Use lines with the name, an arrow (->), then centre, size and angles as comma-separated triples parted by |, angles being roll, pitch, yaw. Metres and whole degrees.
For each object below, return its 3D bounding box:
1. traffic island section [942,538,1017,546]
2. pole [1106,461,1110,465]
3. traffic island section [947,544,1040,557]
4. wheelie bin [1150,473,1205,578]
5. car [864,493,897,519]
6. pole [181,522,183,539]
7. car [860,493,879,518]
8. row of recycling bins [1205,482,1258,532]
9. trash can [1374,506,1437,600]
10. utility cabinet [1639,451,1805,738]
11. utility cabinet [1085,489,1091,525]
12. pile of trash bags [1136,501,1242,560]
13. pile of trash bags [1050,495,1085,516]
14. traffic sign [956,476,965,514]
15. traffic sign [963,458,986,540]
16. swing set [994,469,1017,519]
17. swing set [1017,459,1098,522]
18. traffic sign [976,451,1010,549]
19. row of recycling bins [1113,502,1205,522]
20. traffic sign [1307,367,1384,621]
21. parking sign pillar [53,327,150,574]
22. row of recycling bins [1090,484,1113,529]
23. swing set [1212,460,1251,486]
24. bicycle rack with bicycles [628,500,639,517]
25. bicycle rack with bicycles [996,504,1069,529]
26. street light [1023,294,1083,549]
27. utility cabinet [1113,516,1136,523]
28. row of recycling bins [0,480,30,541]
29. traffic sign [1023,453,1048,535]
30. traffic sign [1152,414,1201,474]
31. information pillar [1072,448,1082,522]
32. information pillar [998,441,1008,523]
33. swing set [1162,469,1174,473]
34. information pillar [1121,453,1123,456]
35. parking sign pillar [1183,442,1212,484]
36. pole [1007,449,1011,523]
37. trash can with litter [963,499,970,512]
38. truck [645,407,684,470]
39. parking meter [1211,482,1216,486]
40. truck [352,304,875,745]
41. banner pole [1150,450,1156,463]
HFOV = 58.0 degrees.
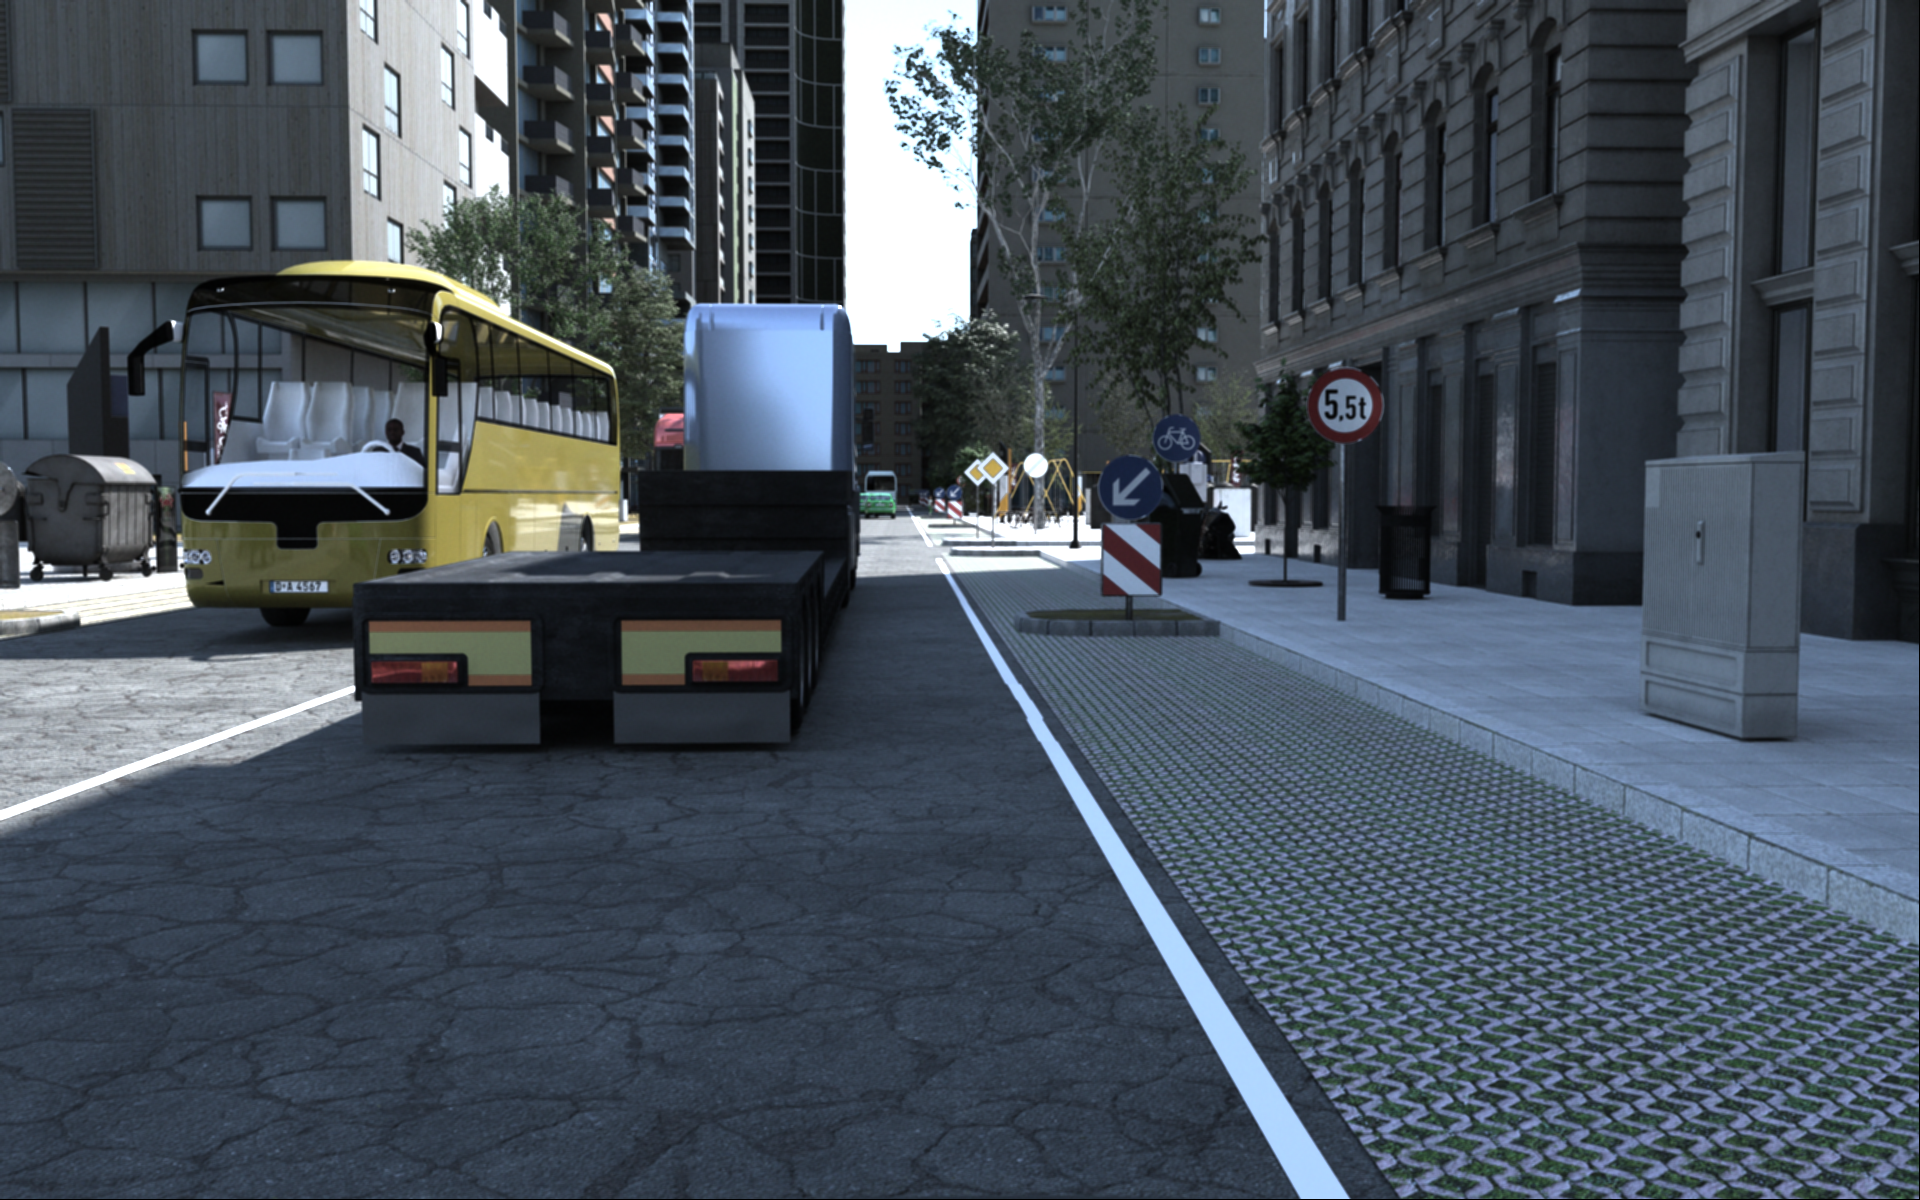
traffic island section -> 0.517, -1.621, 48.780 | 2.009, 0.180, 2.903 | 0, 4, -2
pole -> 9.032, -6.852, 105.873 | 0.158, 3.312, 0.155 | 0, 3, 0
traffic island section -> 0.797, -1.133, 40.800 | 2.009, 0.180, 2.903 | 0, 4, -2
wheelie bin -> 3.292, -1.149, 26.700 | 0.693, 1.594, 0.980 | 3, 5, 44
car -> -4.674, -5.670, 101.494 | 1.959, 1.807, 4.718 | 0, 4, -3
pole -> -21.833, -3.358, 48.740 | 0.158, 3.312, 0.155 | 0, 3, 0
car -> -5.882, -5.987, 106.678 | 1.959, 1.807, 4.718 | 0, 4, -3
row of recycling bins -> 10.351, -3.188, 59.243 | 3.534, 1.692, 1.069 | -1, 4, -10
trash can -> 5.460, -0.587, 21.245 | 0.748, 1.137, 0.748 | 0, 3, 0
utility cabinet -> 4.136, -0.050, 9.491 | 0.318, 1.500, 1.173 | 0, 4, -4
utility cabinet -> 5.406, -3.862, 71.828 | 0.318, 1.500, 1.173 | 1, 4, 10
pile of trash bags -> 4.476, -1.556, 35.196 | 1.912, 1.369, 3.447 | 0, 4, -5
pile of trash bags -> 6.485, -5.649, 102.105 | 1.912, 1.369, 3.447 | 1, 4, 17
traffic sign -> 0.158, -6.767, 110.743 | 0.768, 2.556, 0.104 | 0, 4, 7
traffic sign -> 0.494, -2.756, 48.702 | 0.795, 2.450, 0.064 | 0, 4, -2
swing set -> 3.158, -5.265, 83.704 | 2.862, 2.851, 3.119 | 0, 4, -6
swing set -> 4.368, -4.911, 77.923 | 2.862, 2.851, 3.119 | 0, 4, -8
traffic sign -> 0.774, -2.268, 40.721 | 0.795, 2.450, 0.064 | 0, 4, -2
row of recycling bins -> 7.428, -3.354, 61.944 | 3.534, 1.692, 1.069 | 0, 4, -7
traffic sign -> 3.870, -1.063, 17.488 | 0.768, 2.556, 0.104 | 0, 4, 3
parking sign pillar -> -14.179, -2.449, 28.512 | 1.447, 3.967, 1.447 | 3, 5, 40
row of recycling bins -> 5.984, -3.525, 64.742 | 1.069, 1.692, 3.534 | 3, 4, 37
swing set -> 12.466, -5.066, 80.443 | 3.119, 2.851, 2.862 | 1, 4, 21
bicycle rack with bicycles -> -17.252, -5.140, 97.422 | 2.925, 0.926, 2.852 | 3, 5, 44
bicycle rack with bicycles -> 2.722, -3.133, 64.612 | 2.925, 0.926, 2.852 | -1, 4, -22
street light -> 2.171, -4.154, 40.464 | 1.470, 5.913, 1.316 | 0, 4, -2
utility cabinet -> 3.124, -1.487, 32.987 | 0.318, 1.500, 1.173 | 1, 4, 12
row of recycling bins -> -24.610, -2.465, 47.422 | 3.534, 1.692, 1.069 | 0, 4, -3
traffic sign -> 2.360, -3.298, 54.029 | 0.768, 2.556, 0.104 | 0, 4, 2
traffic sign -> 3.459, -1.690, 27.736 | 0.768, 2.556, 0.104 | 0, 4, 8
information pillar -> 5.479, -5.470, 80.791 | 0.504, 3.616, 0.183 | -3, 5, -39
information pillar -> 1.911, -5.180, 76.044 | 0.183, 3.616, 0.504 | -3, 5, -41
swing set -> 14.086, -6.827, 109.238 | 3.119, 2.851, 2.862 | 2, 4, 34
information pillar -> 9.304, -6.642, 99.949 | 0.183, 3.616, 0.504 | -1, 4, -21
parking sign pillar -> 10.316, -5.315, 75.378 | 1.447, 3.967, 1.447 | -3, 5, -41
pole -> 2.208, -5.133, 77.760 | 0.158, 3.312, 0.155 | 0, 3, 0
trash can with litter -> 0.705, -6.892, 124.066 | 1.055, 1.170, 0.624 | 0, 4, 3
truck -> -8.613, -4.233, 58.128 | 2.839, 4.237, 11.283 | 0, 4, -4
parking meter -> 12.195, -4.787, 83.977 | 0.255, 1.863, 0.399 | 3, 4, 39
truck -> -2.485, -1.774, 18.766 | 2.967, 4.110, 18.799 | 0, 4, -2
banner pole -> 11.613, -6.948, 103.619 | 0.401, 3.779, 0.863 | 2, 4, 24
